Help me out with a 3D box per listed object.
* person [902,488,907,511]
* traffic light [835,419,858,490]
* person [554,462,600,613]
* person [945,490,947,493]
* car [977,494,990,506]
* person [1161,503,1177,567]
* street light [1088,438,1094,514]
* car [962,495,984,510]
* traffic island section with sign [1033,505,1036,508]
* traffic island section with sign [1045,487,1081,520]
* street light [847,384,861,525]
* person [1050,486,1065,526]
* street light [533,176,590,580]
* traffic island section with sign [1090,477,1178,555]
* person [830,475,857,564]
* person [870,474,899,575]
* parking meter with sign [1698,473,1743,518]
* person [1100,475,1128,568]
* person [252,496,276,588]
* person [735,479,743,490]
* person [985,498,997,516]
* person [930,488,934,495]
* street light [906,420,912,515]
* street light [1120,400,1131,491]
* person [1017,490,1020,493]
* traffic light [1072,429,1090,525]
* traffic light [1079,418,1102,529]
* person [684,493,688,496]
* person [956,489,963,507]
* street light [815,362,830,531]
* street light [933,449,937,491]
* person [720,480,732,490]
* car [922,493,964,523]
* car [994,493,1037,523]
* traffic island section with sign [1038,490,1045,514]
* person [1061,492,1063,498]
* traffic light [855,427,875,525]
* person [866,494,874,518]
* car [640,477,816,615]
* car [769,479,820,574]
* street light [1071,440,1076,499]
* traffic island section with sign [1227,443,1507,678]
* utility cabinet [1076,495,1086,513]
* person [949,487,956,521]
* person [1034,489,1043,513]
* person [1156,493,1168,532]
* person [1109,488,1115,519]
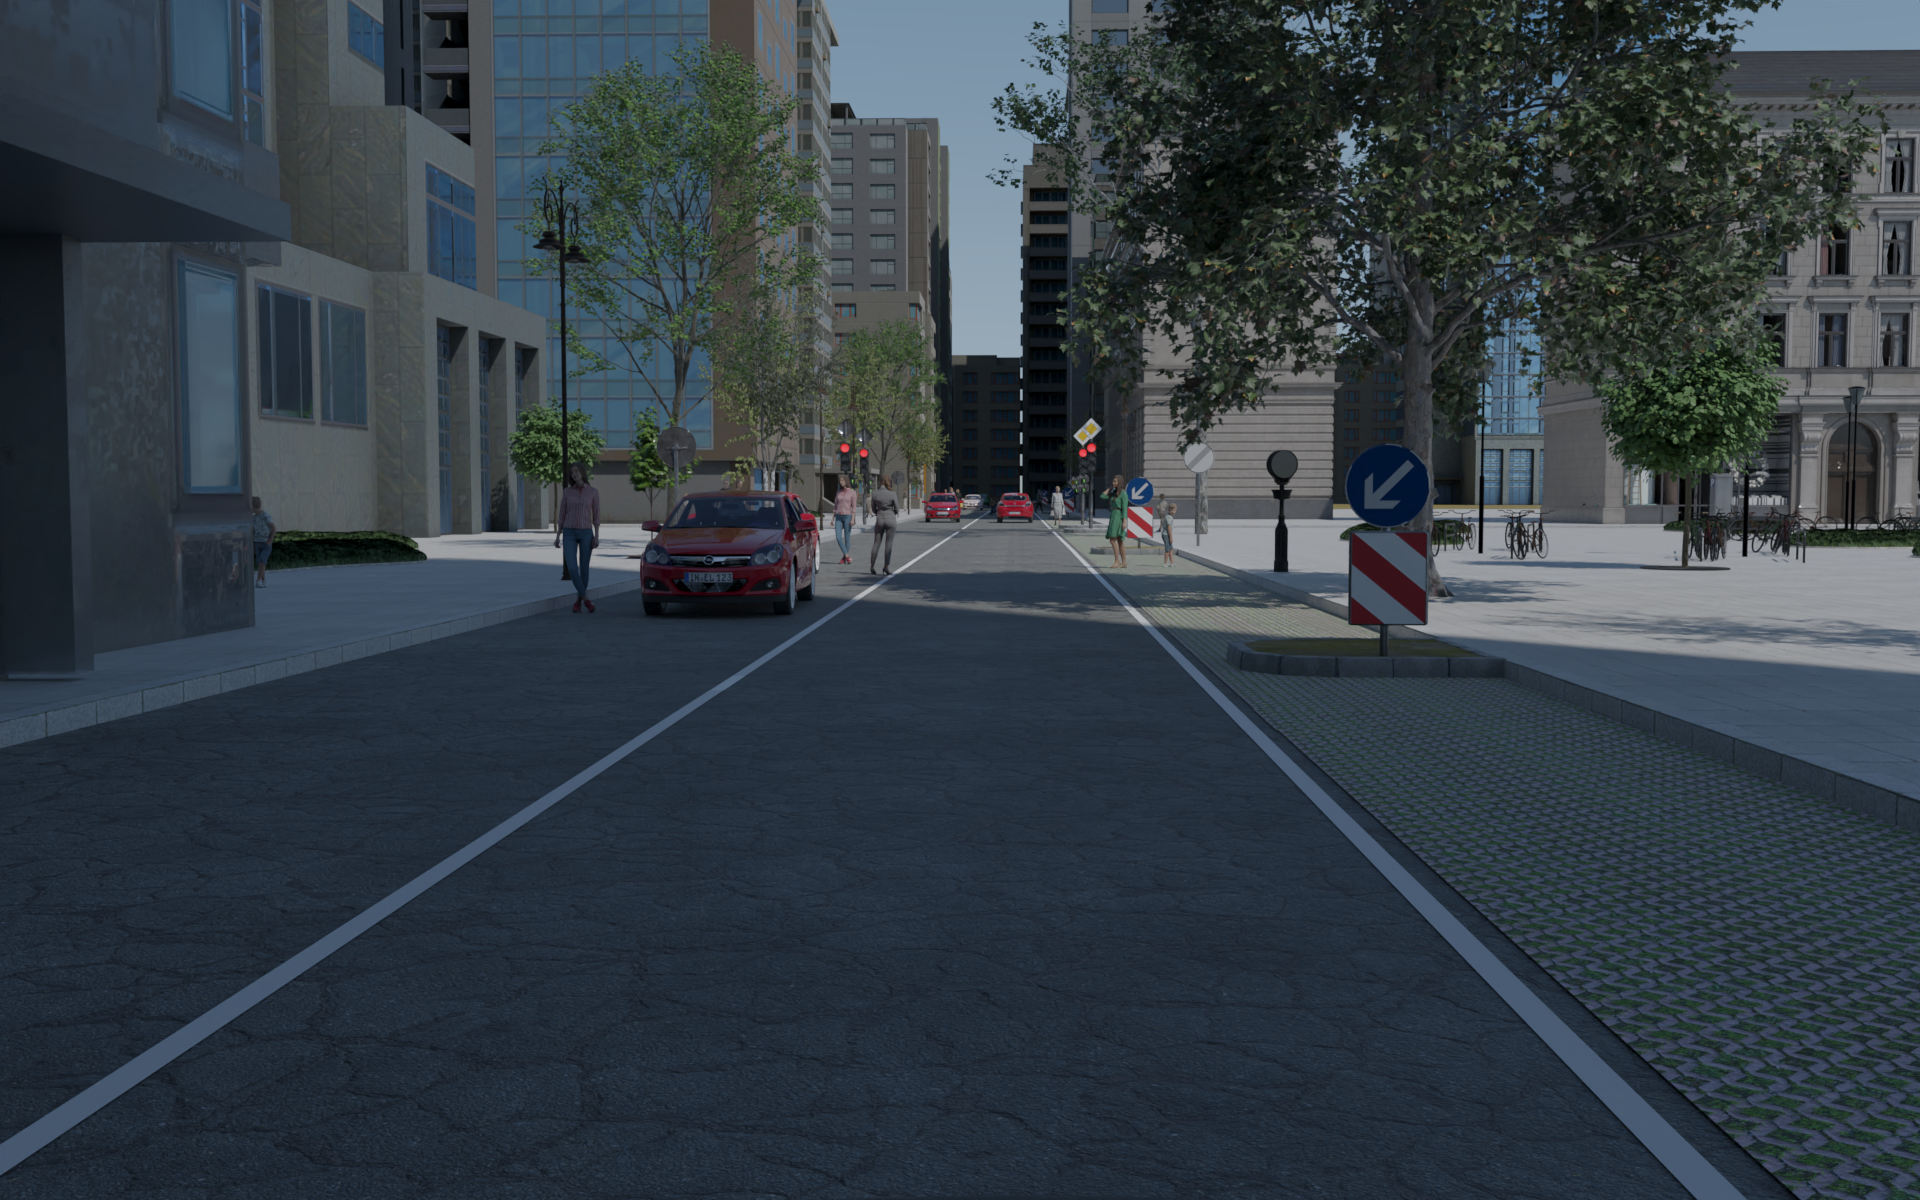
[{"bbox_3d":[-4.108,-7.457,128.512,0.362,1.759,0.519,0,4,-6],"label":"person"},{"bbox_3d":[-4.227,-4.615,64.369,0.839,4.253,0.868,0,4,2],"label":"traffic light"},{"bbox_3d":[-4.637,-0.762,20.972,0.555,1.821,0.388,-1,4,-13],"label":"person"},{"bbox_3d":[-1.560,-10.755,182.445,0.434,1.755,0.990,0,4,-2],"label":"person"},{"bbox_3d":[2.567,-11.742,200.775,1.959,1.807,4.718,0,4,2],"label":"car"},{"bbox_3d":[4.102,-1.266,33.891,0.352,1.250,0.332,3,5,40],"label":"person"},{"bbox_3d":[8.309,-8.454,111.012,0.468,5.910,1.993,0,4,2],"label":"street light"},{"bbox_3d":[1.181,-8.890,157.719,2.083,1.381,4.827,0,4,1],"label":"car"},{"bbox_3d":[8.426,-10.147,174.530,1.989,1.847,2.006,0,4,2],"label":"traffic island section with sign"},{"bbox_3d":[5.935,-5.399,96.899,1.989,1.847,2.006,0,4,2],"label":"traffic island section with sign"},{"bbox_3d":[-4.450,-6.105,72.610,0.468,5.910,1.993,0,4,2],"label":"street light"},{"bbox_3d":[4.430,-4.238,78.148,0.694,1.780,0.624,1,4,10],"label":"person"},{"bbox_3d":[-5.858,-3.232,25.624,0.468,5.910,1.993,0,4,2],"label":"street light"},{"bbox_3d":[4.126,-1.999,41.317,1.989,1.847,2.006,0,4,2],"label":"traffic island section with sign"},{"bbox_3d":[-2.389,-1.644,35.390,0.555,1.821,0.388,1,4,13],"label":"person"},{"bbox_3d":[-1.336,-1.342,30.716,0.520,1.790,0.573,0,4,-3],"label":"person"},{"bbox_3d":[28.208,-4.150,64.119,1.738,3.016,0.543,0,4,-2],"label":"parking meter with sign"},{"bbox_3d":[3.045,-1.496,33.201,0.529,1.795,0.600,-3,4,-38],"label":"person"},{"bbox_3d":[-9.597,-0.800,23.800,0.352,1.250,0.332,-2,4,-35],"label":"person"},{"bbox_3d":[-6.789,-2.827,53.011,0.760,1.731,0.466,-2,4,-34],"label":"person"},{"bbox_3d":[2.209,-6.099,113.713,1.012,1.151,0.738,1,4,20],"label":"person"},{"bbox_3d":[-2.171,-8.144,139.744,0.362,1.759,0.519,-1,4,-20],"label":"person"},{"bbox_3d":[-3.217,-8.290,108.335,0.468,5.910,1.993,0,4,2],"label":"street light"},{"bbox_3d":[7.235,-6.316,76.055,0.468,5.910,1.993,0,4,2],"label":"street light"},{"bbox_3d":[6.076,-10.413,178.387,1.348,1.869,0.705,2,4,33],"label":"person"},{"bbox_3d":[5.087,-5.086,72.076,0.839,4.253,0.868,0,4,2],"label":"traffic light"},{"bbox_3d":[4.830,-4.598,64.095,0.839,4.253,0.868,0,4,2],"label":"traffic light"},{"bbox_3d":[-9.936,-3.213,62.845,0.640,1.303,0.475,2,4,33],"label":"person"},{"bbox_3d":[-0.379,-7.665,134.037,0.699,1.804,1.509,-2,4,-31],"label":"person"},{"bbox_3d":[-4.882,-5.386,60.846,0.468,5.910,1.993,0,4,2],"label":"street light"},{"bbox_3d":[-2.116,-10.428,143.284,0.468,5.910,1.993,0,4,2],"label":"street light"},{"bbox_3d":[-8.185,-3.300,60.421,0.576,1.772,0.534,-1,4,-23],"label":"person"},{"bbox_3d":[-0.870,-4.854,88.400,2.155,1.783,4.494,0,3,0],"label":"car"},{"bbox_3d":[2.784,-4.776,87.132,2.155,1.783,4.494,0,4,3],"label":"car"},{"bbox_3d":[6.802,-7.047,123.840,1.989,1.847,2.006,0,4,2],"label":"traffic island section with sign"},{"bbox_3d":[10.229,-10.509,177.741,0.709,1.838,0.599,-1,4,-9],"label":"person"},{"bbox_3d":[-3.970,-5.103,72.350,0.839,4.253,0.868,0,4,2],"label":"traffic light"},{"bbox_3d":[-4.903,-5.058,93.019,0.640,1.303,0.475,2,4,27],"label":"person"},{"bbox_3d":[-2.860,-0.787,21.901,2.155,1.783,4.494,0,4,0],"label":"car"},{"bbox_3d":[-3.490,-1.258,29.616,2.155,1.783,4.494,0,4,3],"label":"car"},{"bbox_3d":[9.597,-10.612,146.290,0.468,5.910,1.993,0,4,2],"label":"street light"},{"bbox_3d":[3.274,-0.352,14.375,1.989,1.847,2.006,0,4,2],"label":"traffic island section with sign"},{"bbox_3d":[8.338,-6.617,119.344,0.306,1.237,1.020,2,4,29],"label":"utility cabinet"},{"bbox_3d":[-0.371,-5.136,92.660,0.592,1.802,0.473,-2,4,-31],"label":"person"},{"bbox_3d":[6.026,-7.432,130.407,0.834,1.777,0.661,0,4,6],"label":"person"},{"bbox_3d":[6.762,-2.918,58.020,0.475,1.303,0.640,-3,5,-40],"label":"person"},{"bbox_3d":[7.891,-5.014,87.878,0.748,1.841,0.638,0,4,-4],"label":"person"}]
